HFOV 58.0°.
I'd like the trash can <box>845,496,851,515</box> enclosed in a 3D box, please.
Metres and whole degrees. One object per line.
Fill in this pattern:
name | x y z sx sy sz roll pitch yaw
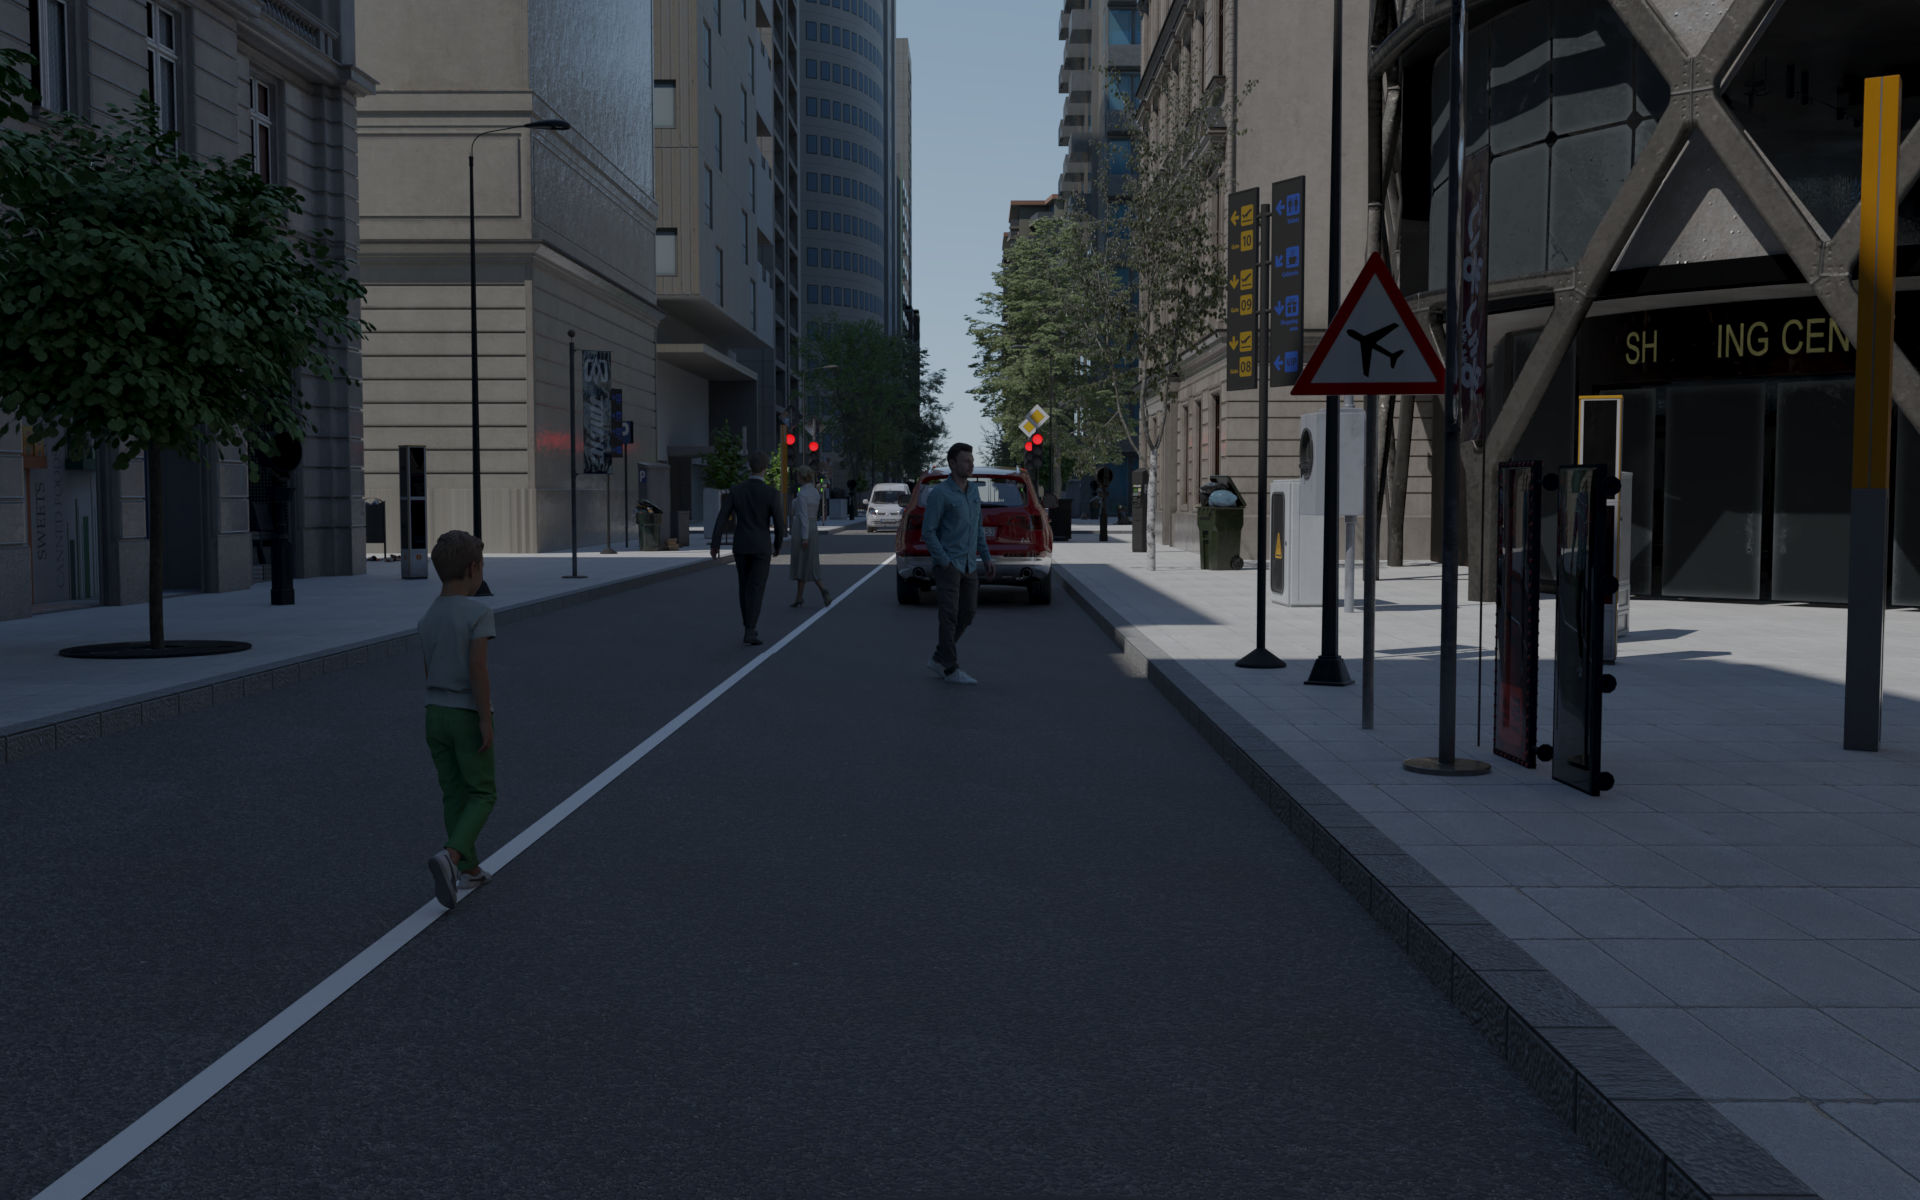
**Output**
trash can | -7.018 -5.737 105.453 0.748 1.137 0.748 0 3 0

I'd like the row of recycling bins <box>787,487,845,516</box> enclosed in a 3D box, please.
row of recycling bins | -8.419 -5.720 100.641 3.534 1.692 1.069 -1 4 -10

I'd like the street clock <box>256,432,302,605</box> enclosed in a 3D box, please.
street clock | -7.845 -0.944 20.006 0.358 2.002 0.471 2 4 28

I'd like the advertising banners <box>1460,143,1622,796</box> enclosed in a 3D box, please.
advertising banners | 2.661 -0.735 8.199 0.090 3.025 2.074 0 4 -2

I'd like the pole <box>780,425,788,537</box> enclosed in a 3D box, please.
pole | -5.197 -3.505 51.152 0.158 3.312 0.155 0 3 0

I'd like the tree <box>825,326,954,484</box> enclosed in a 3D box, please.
tree | -5.592 -13.695 130.566 9.857 13.997 8.962 0 3 0

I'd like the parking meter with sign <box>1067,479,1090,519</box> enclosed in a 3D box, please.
parking meter with sign | 5.958 -5.751 90.292 1.738 3.016 0.543 1 4 18

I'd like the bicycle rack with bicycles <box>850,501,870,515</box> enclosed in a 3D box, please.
bicycle rack with bicycles | -6.471 -5.815 108.459 2.852 0.926 2.925 1 4 11

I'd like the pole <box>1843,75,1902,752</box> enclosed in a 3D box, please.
pole | 4.537 -0.903 8.609 0.158 3.312 0.155 0 3 0

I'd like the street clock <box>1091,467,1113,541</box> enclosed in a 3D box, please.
street clock | 3.891 -2.588 46.892 0.471 2.002 0.358 -1 4 -16

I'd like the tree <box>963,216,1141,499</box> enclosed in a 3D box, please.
tree | 3.617 -9.383 71.533 7.486 12.596 7.792 0 3 0

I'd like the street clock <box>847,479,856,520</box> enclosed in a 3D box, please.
street clock | -5.312 -4.918 84.985 0.358 2.002 0.471 3 4 37

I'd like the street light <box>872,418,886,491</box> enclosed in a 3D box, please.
street light | -4.754 -8.123 105.356 1.470 5.913 1.316 0 4 0

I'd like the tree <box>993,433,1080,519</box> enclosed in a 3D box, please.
tree | 4.169 -5.992 81.677 4.285 4.588 4.351 0 3 0

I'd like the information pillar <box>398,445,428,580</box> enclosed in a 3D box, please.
information pillar | -8.224 -1.319 26.063 0.304 2.012 0.304 -3 5 -43

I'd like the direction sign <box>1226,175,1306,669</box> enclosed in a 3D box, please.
direction sign | 2.237 -1.271 12.781 0.379 3.537 0.876 -2 4 -28

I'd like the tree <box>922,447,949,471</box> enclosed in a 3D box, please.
tree | -4.980 -22.158 296.686 8.767 10.594 7.601 -2 4 -24

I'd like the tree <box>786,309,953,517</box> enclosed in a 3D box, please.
tree | -5.910 -10.473 96.985 9.928 11.665 9.643 0 3 0

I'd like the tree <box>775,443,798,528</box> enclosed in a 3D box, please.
tree | -6.891 -4.343 65.605 1.663 3.219 1.824 0 3 0

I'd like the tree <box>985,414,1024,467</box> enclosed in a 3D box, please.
tree | 4.177 -10.950 129.393 4.360 8.622 3.978 0 3 0

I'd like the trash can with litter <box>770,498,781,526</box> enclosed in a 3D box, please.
trash can with litter | -7.462 -3.515 68.525 1.678 1.210 2.233 1 4 16

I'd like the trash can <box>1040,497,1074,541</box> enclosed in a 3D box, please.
trash can | 2.730 -2.166 47.070 0.748 1.137 0.748 0 3 0

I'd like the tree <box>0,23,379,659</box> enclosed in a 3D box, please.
tree | -6.499 -1.850 13.960 4.285 4.588 4.351 0 3 0

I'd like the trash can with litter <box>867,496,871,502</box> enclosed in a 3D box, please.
trash can with litter | -6.797 -7.712 137.471 1.055 1.170 0.624 -1 4 -18

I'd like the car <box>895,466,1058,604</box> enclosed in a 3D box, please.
car | 0.234 -0.943 24.084 2.281 1.827 5.304 0 4 2

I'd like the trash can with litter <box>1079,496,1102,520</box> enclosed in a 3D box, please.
trash can with litter | 6.530 -4.613 86.804 1.055 1.170 0.624 -1 4 -12

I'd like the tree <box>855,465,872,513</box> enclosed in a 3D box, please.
tree | -6.782 -7.508 117.358 1.663 3.219 1.824 0 3 0

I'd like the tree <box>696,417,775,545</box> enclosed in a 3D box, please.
tree | -5.808 -3.017 43.934 1.663 3.219 1.824 0 3 0

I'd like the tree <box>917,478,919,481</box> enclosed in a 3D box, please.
tree | -4.019 -16.476 253.098 4.285 4.588 4.351 0 3 0

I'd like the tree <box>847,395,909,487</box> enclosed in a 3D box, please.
tree | -5.785 -10.518 122.334 4.737 8.622 4.395 0 3 0

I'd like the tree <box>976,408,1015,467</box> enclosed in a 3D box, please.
tree | 3.634 -11.758 142.610 4.737 8.622 4.395 0 3 0

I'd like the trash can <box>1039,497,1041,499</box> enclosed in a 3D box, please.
trash can | 4.355 -5.350 99.121 0.748 1.137 0.748 0 3 0

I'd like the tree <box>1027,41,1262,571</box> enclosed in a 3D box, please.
tree | 3.180 -4.806 28.940 4.360 8.622 3.978 0 3 0

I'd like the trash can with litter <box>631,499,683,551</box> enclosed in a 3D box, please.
trash can with litter | -6.814 -1.687 38.975 1.055 1.170 0.624 -3 5 -43

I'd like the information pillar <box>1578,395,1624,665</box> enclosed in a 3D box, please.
information pillar | 4.829 -0.526 13.096 0.304 2.012 0.304 1 4 22

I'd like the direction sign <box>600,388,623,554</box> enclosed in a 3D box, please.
direction sign | -7.532 -2.754 37.031 0.379 3.537 0.876 2 4 34

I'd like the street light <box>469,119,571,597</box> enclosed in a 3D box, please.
street light | -5.524 -3.002 21.627 1.470 5.913 1.316 0 4 0

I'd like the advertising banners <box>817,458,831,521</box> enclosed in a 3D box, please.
advertising banners | -6.568 -5.327 83.289 0.090 3.025 2.074 1 4 16

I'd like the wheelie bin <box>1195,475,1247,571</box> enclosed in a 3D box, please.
wheelie bin | 4.392 -1.302 29.203 0.693 1.594 0.980 -1 4 -22

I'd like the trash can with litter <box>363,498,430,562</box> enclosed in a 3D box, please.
trash can with litter | -10.864 -1.339 32.955 2.233 1.210 1.678 0 4 8

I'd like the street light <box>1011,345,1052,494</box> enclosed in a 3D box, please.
street light | 2.289 -4.990 54.133 1.470 5.913 1.316 0 4 0

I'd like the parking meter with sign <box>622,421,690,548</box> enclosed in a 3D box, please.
parking meter with sign | -7.382 -2.794 41.941 1.738 3.016 0.543 -3 5 -44

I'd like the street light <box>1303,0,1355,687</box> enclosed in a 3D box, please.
street light | 1.955 -2.385 11.533 1.470 5.913 1.316 0 4 0
